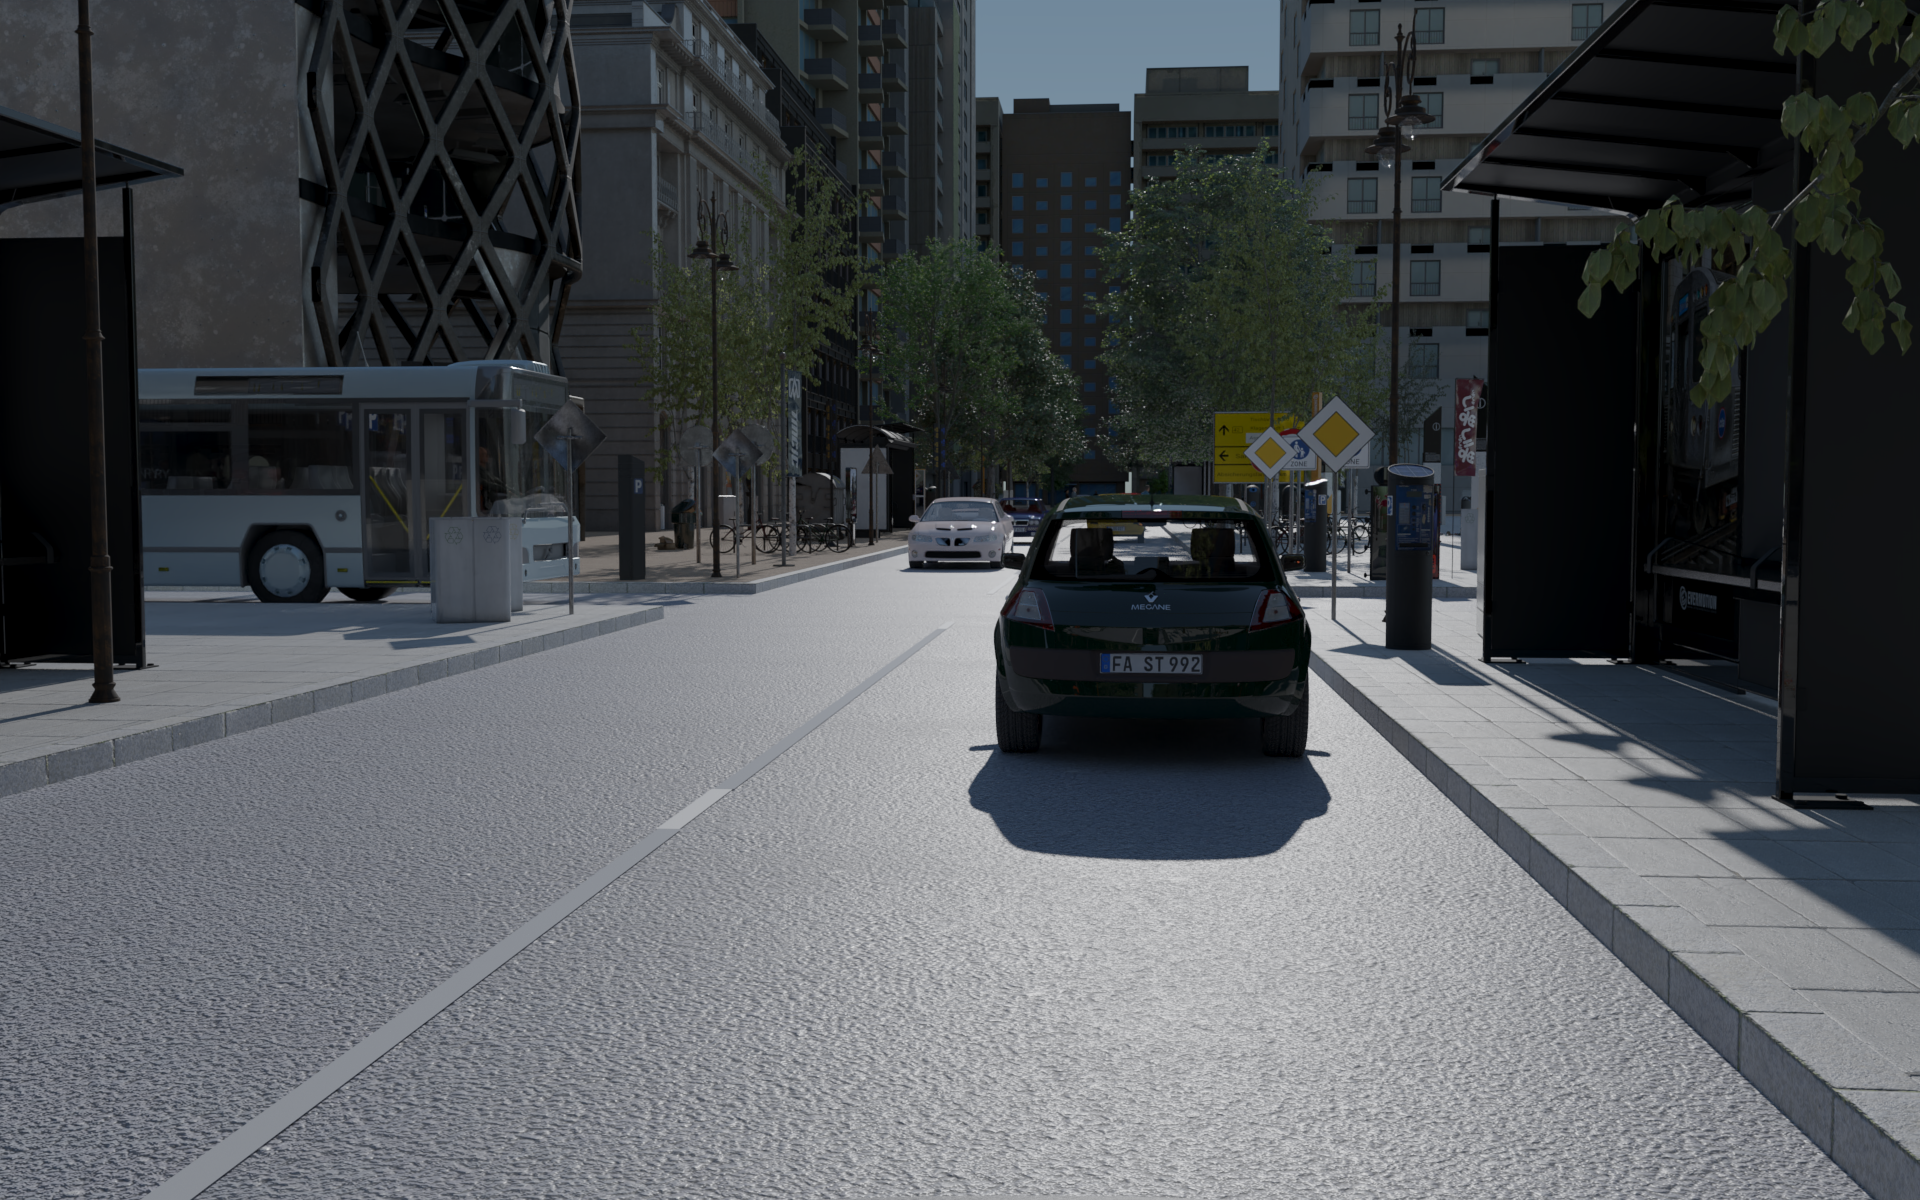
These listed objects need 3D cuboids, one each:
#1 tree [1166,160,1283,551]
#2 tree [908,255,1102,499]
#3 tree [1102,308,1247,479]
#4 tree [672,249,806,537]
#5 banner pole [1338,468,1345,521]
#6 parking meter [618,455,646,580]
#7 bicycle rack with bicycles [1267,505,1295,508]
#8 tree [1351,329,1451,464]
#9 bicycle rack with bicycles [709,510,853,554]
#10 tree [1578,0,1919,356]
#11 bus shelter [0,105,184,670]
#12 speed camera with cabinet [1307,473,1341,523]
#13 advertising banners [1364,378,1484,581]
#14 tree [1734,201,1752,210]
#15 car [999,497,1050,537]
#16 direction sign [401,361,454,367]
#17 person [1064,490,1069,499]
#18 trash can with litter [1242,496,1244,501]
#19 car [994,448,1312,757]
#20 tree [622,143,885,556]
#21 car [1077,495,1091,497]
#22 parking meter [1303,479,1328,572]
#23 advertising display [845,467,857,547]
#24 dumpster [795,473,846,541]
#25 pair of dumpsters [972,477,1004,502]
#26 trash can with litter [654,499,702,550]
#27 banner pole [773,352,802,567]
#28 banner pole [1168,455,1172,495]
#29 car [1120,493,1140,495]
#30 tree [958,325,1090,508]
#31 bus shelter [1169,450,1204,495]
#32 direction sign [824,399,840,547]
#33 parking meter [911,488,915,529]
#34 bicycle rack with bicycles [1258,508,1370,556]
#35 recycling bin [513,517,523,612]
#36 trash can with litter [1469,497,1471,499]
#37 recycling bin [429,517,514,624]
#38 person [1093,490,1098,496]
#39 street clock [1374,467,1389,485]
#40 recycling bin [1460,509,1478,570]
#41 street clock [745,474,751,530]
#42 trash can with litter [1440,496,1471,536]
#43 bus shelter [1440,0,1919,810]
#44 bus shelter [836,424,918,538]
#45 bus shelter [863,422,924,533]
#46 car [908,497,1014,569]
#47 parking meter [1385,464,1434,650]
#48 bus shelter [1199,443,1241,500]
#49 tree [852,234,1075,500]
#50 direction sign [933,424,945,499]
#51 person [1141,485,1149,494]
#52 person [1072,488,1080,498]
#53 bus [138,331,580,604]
[{"bbox_3d":[7.350,-5.411,38.832,4.737,8.622,4.395,0,3,0],"label":"tree"},{"bbox_3d":[1.588,-10.174,83.358,9.611,12.733,9.660,0,3,0],"label":"tree"},{"bbox_3d":[12.601,-11.192,100.004,9.611,12.733,9.660,0,3,0],"label":"tree"},{"bbox_3d":[-6.555,-6.200,51.727,4.360,8.622,3.978,0,3,0],"label":"tree"},{"bbox_3d":[18.218,-5.683,82.927,0.401,3.779,0.863,3,5,44],"label":"banner pole"},{"bbox_3d":[-4.900,-1.234,25.880,0.255,1.863,0.399,2,4,24],"label":"parking meter"},{"bbox_3d":[10.092,-2.578,55.525,2.925,0.926,2.852,3,4,37],"label":"bicycle rack with bicycles"},{"bbox_3d":[19.464,-7.727,76.701,4.360,8.622,3.978,0,3,0],"label":"tree"},{"bbox_3d":[-3.711,-1.511,38.080,2.925,0.926,2.852,1,4,16],"label":"bicycle rack with bicycles"},{"bbox_3d":[3.154,-3.284,4.049,4.737,8.622,4.395,0,3,0],"label":"tree"},{"bbox_3d":[-6.753,-1.123,9.650,1.731,3.624,6.357,0,4,5],"label":"bus shelter"},{"bbox_3d":[15.971,-4.995,76.009,0.660,3.252,2.038,3,5,42],"label":"speed camera with cabinet"},{"bbox_3d":[6.971,-1.820,25.941,2.074,3.025,0.090,-1,4,-21],"label":"advertising banners"},{"bbox_3d":[22.227,-7.317,45.396,9.928,11.665,9.643,0,3,0],"label":"tree"},{"bbox_3d":[1.750,-2.333,50.725,1.945,1.354,3.894,0,4,6],"label":"car"},{"bbox_3d":[-9.099,-2.307,29.718,0.876,3.537,0.379,-2,4,-24],"label":"direction sign"},{"bbox_3d":[7.290,-6.559,116.563,0.721,1.723,1.217,1,4,8],"label":"person"},{"bbox_3d":[13.741,-4.489,84.781,0.624,1.170,1.055,1,4,12],"label":"trash can with litter"},{"bbox_3d":[1.208,-0.069,10.910,2.009,1.686,4.222,0,4,6],"label":"car"},{"bbox_3d":[-3.719,-5.232,35.898,4.737,8.622,4.395,0,3,0],"label":"tree"},{"bbox_3d":[9.829,-7.706,138.355,2.083,1.381,4.827,0,4,3],"label":"car"},{"bbox_3d":[5.860,-1.232,28.551,0.372,1.533,0.369,0,3,0],"label":"parking meter"},{"bbox_3d":[-2.638,-2.253,42.053,0.123,1.923,0.974,0,4,6],"label":"advertising display"},{"bbox_3d":[-3.886,-2.570,47.785,1.264,1.857,1.865,0,4,5],"label":"dumpster"},{"bbox_3d":[1.490,-5.618,94.342,1.574,2.255,4.437,0,4,5],"label":"pair of dumpsters"},{"bbox_3d":[-6.519,-1.750,40.001,0.624,1.170,1.055,3,4,39],"label":"trash can with litter"},{"bbox_3d":[-3.025,-2.498,30.860,0.401,3.779,0.863,2,4,26],"label":"banner pole"},{"bbox_3d":[11.085,-6.197,91.334,0.401,3.779,0.863,0,4,-8],"label":"banner pole"},{"bbox_3d":[8.243,-4.587,84.031,2.155,1.783,4.494,0,4,5],"label":"car"},{"bbox_3d":[2.559,-11.202,101.278,7.486,12.596,7.792,0,3,0],"label":"tree"},{"bbox_3d":[10.909,-5.375,81.811,2.014,3.302,5.546,0,4,6],"label":"bus shelter"},{"bbox_3d":[-3.109,-3.052,41.904,0.379,3.537,0.876,-1,4,-20],"label":"direction sign"},{"bbox_3d":[-2.011,-3.577,66.890,0.372,1.533,0.369,0,3,0],"label":"parking meter"},{"bbox_3d":[7.345,-1.429,36.752,2.925,0.926,2.852,-1,4,-13],"label":"bicycle rack with bicycles"},{"bbox_3d":[-5.264,-0.386,18.858,0.722,1.027,0.722,2,4,28],"label":"recycling bin"},{"bbox_3d":[28.136,-5.077,94.388,1.055,1.170,0.624,-3,5,-40],"label":"trash can with litter"},{"bbox_3d":[-4.961,-0.305,17.545,0.722,1.027,0.722,-1,4,-21],"label":"recycling bin"},{"bbox_3d":[12.182,-8.906,154.638,1.217,1.766,0.721,2,4,24],"label":"person"},{"bbox_3d":[11.248,-2.534,46.007,0.471,2.002,0.358,0,4,-6],"label":"street clock"},{"bbox_3d":[8.963,-1.028,29.363,0.722,1.027,0.722,3,5,40],"label":"recycling bin"},{"bbox_3d":[-7.395,-3.454,61.035,0.358,2.002,0.471,0,4,0],"label":"street clock"},{"bbox_3d":[15.436,-2.616,53.829,1.678,1.210,2.233,3,5,43],"label":"trash can with litter"},{"bbox_3d":[4.195,-1.148,10.053,1.731,3.624,6.357,0,4,5],"label":"bus shelter"},{"bbox_3d":[-2.616,-3.612,52.986,2.014,3.302,5.546,0,4,6],"label":"bus shelter"},{"bbox_3d":[-2.426,-4.174,59.527,1.731,3.624,6.357,0,4,5],"label":"bus shelter"},{"bbox_3d":[0.072,-1.377,34.879,2.083,1.381,4.827,0,4,5],"label":"car"},{"bbox_3d":[3.725,-0.363,14.345,0.372,1.533,0.369,0,3,0],"label":"parking meter"},{"bbox_3d":[11.113,-5.787,72.243,2.179,5.291,8.768,0,4,5],"label":"bus shelter"},{"bbox_3d":[-0.805,-8.785,69.394,9.928,11.665,9.643,0,3,0],"label":"tree"},{"bbox_3d":[-0.667,-3.915,56.008,0.379,3.537,0.876,1,4,23],"label":"direction sign"},{"bbox_3d":[7.357,-3.673,68.897,0.444,1.785,0.601,-2,4,-31],"label":"person"},{"bbox_3d":[6.654,-5.546,99.349,0.590,1.801,0.661,1,4,11],"label":"person"},{"bbox_3d":[-10.877,-1.688,22.462,13.247,3.499,2.948,0,4,6],"label":"bus"}]
